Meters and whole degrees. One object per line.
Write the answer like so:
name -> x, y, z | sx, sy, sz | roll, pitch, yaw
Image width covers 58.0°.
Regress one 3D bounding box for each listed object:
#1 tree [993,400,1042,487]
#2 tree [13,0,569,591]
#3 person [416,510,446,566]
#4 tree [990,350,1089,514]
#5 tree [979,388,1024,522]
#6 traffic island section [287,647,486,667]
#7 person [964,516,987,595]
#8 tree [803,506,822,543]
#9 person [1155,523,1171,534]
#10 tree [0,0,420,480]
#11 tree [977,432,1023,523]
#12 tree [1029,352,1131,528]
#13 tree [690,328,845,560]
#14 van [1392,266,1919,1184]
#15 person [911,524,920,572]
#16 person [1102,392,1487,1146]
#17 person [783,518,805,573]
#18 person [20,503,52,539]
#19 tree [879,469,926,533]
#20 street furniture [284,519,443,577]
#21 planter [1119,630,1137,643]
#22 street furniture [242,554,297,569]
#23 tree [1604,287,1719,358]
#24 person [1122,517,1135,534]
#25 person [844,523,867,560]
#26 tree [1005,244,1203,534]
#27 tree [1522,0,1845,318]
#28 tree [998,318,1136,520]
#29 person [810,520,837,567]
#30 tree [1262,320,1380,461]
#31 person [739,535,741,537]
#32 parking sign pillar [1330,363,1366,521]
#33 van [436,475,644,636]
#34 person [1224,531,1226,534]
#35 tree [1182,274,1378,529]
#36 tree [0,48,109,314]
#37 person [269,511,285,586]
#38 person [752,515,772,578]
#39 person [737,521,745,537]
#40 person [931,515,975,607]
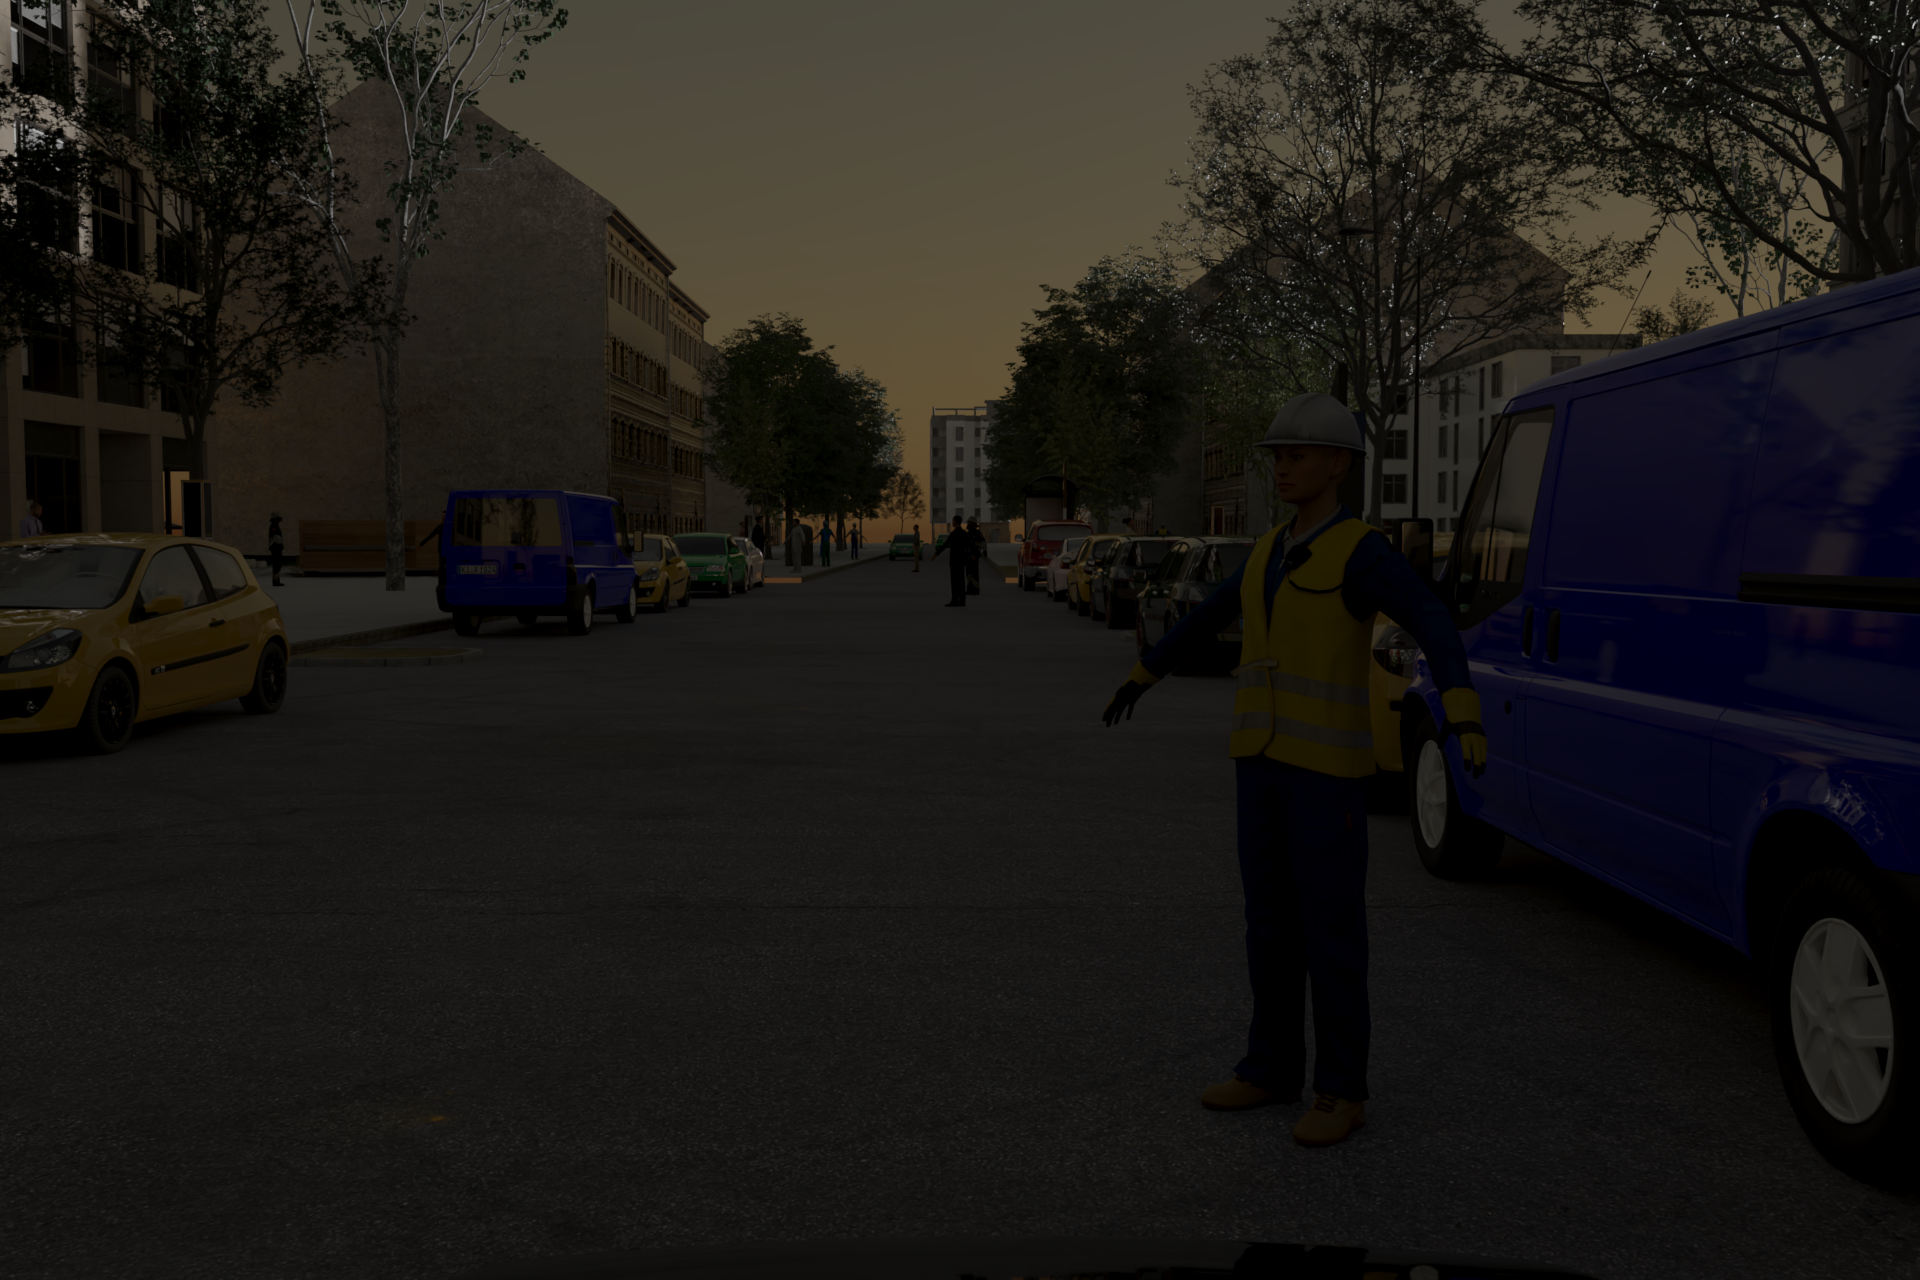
tree -> 5.968, -11.637, 116.013 | 9.928, 11.665, 9.643 | 0, 3, 0
tree -> -14.143, -11.223, 39.394 | 12.611, 20.169, 13.585 | 0, 3, 0
person -> -11.766, -2.053, 39.630 | 1.348, 1.821, 0.705 | 1, 4, 9
tree -> 5.485, -11.383, 104.234 | 7.486, 12.596, 7.792 | 0, 3, 0
tree -> 6.176, -14.480, 143.395 | 9.857, 13.997, 8.962 | 0, 3, 0
traffic island section -> -6.521, 0.193, 19.708 | 1.991, 0.108, 1.994 | 0, 4, 1
person -> 0.270, -1.987, 40.727 | 0.705, 1.856, 1.354 | -3, 4, -36
tree -> -19.753, -17.911, 243.205 | 4.360, 8.622, 3.978 | 0, 3, 0
person -> 9.686, -4.692, 82.686 | 1.349, 1.833, 0.705 | 1, 4, 9
tree -> -12.892, -5.754, 28.491 | 8.767, 10.594, 7.601 | 1, 4, 13
tree -> 6.413, -15.180, 154.848 | 9.857, 13.997, 8.962 | 0, 3, 0
tree -> 4.748, -7.289, 69.542 | 4.737, 8.622, 4.395 | 0, 3, 0
tree -> -9.618, -9.852, 86.832 | 9.928, 11.665, 9.643 | 0, 3, 0
van -> 2.886, -0.067, 5.477 | 2.240, 2.365, 5.245 | 0, 4, -1
person -> -1.674, -3.459, 65.285 | 0.705, 1.796, 1.348 | 0, 4, -1
person -> 0.778, 0.290, 4.184 | 0.721, 1.772, 1.216 | -2, 4, -35
person -> -5.466, -3.147, 57.647 | 0.705, 1.806, 1.347 | -3, 4, -36
person -> -16.628, -1.554, 31.326 | 0.599, 1.838, 0.709 | 0, 4, 5
tree -> -8.120, -19.210, 248.500 | 7.601, 10.594, 8.767 | 0, 4, 1
street furniture -> -17.067, -3.002, 55.940 | 9.812, 1.723, 11.010 | -1, 4, -23
planter -> 3.188, -0.143, 23.478 | 1.991, 0.319, 1.994 | 0, 4, -1
street furniture -> -27.955, -3.091, 66.162 | 5.734, 0.657, 10.072 | 1, 4, 12
tree -> 27.349, -7.968, 64.691 | 8.767, 10.594, 7.601 | 1, 4, 13
person -> 4.755, -2.504, 47.709 | 0.721, 1.739, 1.217 | 1, 4, 8
person -> -5.218, -4.897, 85.927 | 1.347, 1.847, 0.705 | 2, 4, 29
tree -> 6.367, -10.459, 77.664 | 9.857, 13.997, 8.962 | 0, 3, 0
tree -> 23.934, -12.075, 53.316 | 12.611, 20.169, 13.585 | 0, 3, 0
tree -> 5.576, -10.615, 91.681 | 7.486, 12.596, 7.792 | 0, 3, 0
person -> -5.244, -3.736, 67.214 | 0.704, 1.817, 1.347 | 3, 5, 43
tree -> 12.193, -6.567, 57.739 | 4.737, 8.622, 4.395 | 0, 3, 0
person -> -9.213, -3.862, 72.405 | 0.991, 1.433, 0.599 | 1, 4, 12
parking sign pillar -> 6.153, -2.416, 27.966 | 1.447, 3.967, 1.447 | 0, 4, 0
van -> -6.182, -1.330, 26.125 | 2.240, 2.365, 5.245 | 0, 3, 0
person -> 13.454, -5.133, 89.694 | 0.705, 1.858, 1.354 | 2, 4, 27
tree -> 12.539, -8.686, 67.777 | 9.928, 11.665, 9.643 | 0, 3, 0
tree -> -12.227, -5.046, 16.912 | 8.767, 10.594, 7.601 | 3, 5, 44
person -> -16.770, -2.245, 42.571 | 0.704, 1.845, 1.351 | -2, 4, -23
person -> -5.872, -2.750, 50.902 | 0.705, 1.837, 1.347 | -2, 4, -27
person -> -7.530, -3.302, 60.786 | 0.721, 1.733, 1.217 | 1, 4, 20
person -> -0.072, -1.562, 34.225 | 0.704, 1.802, 1.346 | 3, 4, 38
